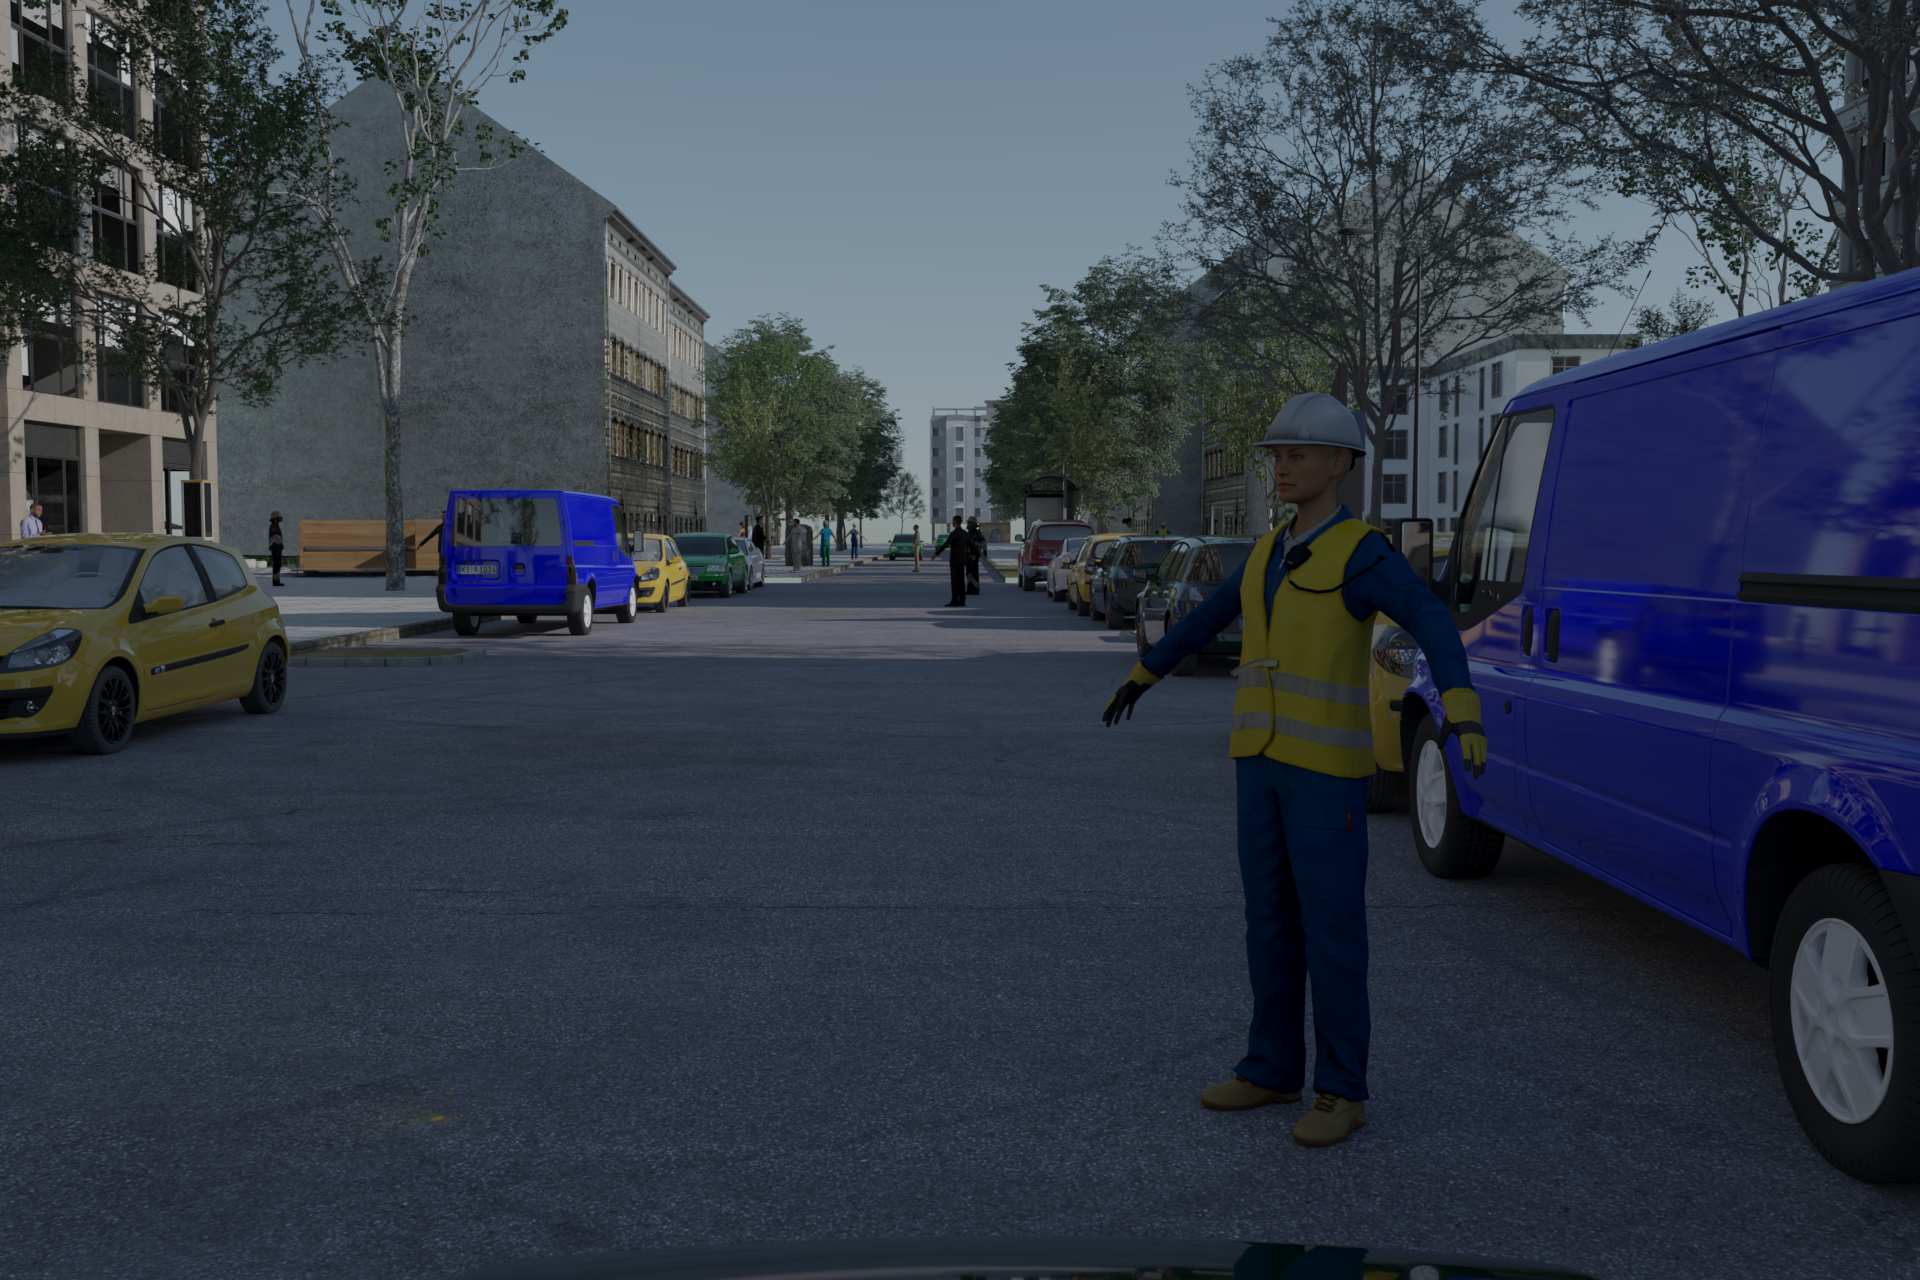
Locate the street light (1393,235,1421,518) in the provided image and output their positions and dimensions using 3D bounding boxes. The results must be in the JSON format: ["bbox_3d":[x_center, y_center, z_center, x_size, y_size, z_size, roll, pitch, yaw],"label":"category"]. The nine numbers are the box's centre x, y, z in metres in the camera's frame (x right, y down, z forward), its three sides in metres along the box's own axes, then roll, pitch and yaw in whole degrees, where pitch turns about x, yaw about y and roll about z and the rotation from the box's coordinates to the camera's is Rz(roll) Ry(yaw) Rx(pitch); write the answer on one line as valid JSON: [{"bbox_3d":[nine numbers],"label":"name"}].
[{"bbox_3d":[7.485,-3.290,26.334,1.470,5.913,1.316,0,3,0],"label":"street light"}]

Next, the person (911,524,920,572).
[{"bbox_3d":[-1.674,-3.459,65.285,0.705,1.796,1.348,0,4,-1],"label":"person"}]

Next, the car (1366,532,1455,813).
[{"bbox_3d":[2.828,-0.007,10.331,2.015,1.641,3.980,0,4,0],"label":"car"}]

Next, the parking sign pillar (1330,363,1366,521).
[{"bbox_3d":[6.153,-2.416,27.966,1.447,3.967,1.447,0,4,0],"label":"parking sign pillar"}]

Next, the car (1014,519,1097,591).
[{"bbox_3d":[2.578,-2.218,44.945,2.281,1.827,5.304,0,4,0],"label":"car"}]

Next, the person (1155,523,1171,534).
[{"bbox_3d":[9.686,-4.692,82.686,1.349,1.833,0.705,1,4,9],"label":"person"}]

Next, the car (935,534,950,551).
[{"bbox_3d":[-1.285,-8.678,150.686,1.959,1.807,4.718,0,4,-1],"label":"car"}]

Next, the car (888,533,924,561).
[{"bbox_3d":[-2.952,-5.271,94.970,1.959,1.807,4.718,0,3,0],"label":"car"}]

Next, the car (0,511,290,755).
[{"bbox_3d":[-6.335,-0.137,12.466,2.015,1.641,3.980,0,4,0],"label":"car"}]

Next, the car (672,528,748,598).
[{"bbox_3d":[-6.039,-1.933,40.405,1.959,1.807,4.718,0,4,0],"label":"car"}]

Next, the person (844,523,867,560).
[{"bbox_3d":[-5.218,-4.897,85.927,1.347,1.847,0.705,2,4,29],"label":"person"}]

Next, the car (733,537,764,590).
[{"bbox_3d":[-6.252,-2.039,45.698,2.083,1.381,4.827,0,4,0],"label":"car"}]

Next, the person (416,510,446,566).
[{"bbox_3d":[-11.766,-2.053,39.630,1.348,1.821,0.705,1,4,9],"label":"person"}]

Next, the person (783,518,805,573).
[{"bbox_3d":[-5.466,-3.147,57.647,0.705,1.806,1.347,-3,4,-36],"label":"person"}]

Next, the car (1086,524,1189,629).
[{"bbox_3d":[3.043,-1.083,27.499,2.009,1.686,4.222,0,4,-1],"label":"car"}]

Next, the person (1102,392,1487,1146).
[{"bbox_3d":[0.778,0.290,4.184,0.721,1.772,1.216,-2,4,-35],"label":"person"}]

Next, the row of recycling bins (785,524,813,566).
[{"bbox_3d":[-6.503,-3.874,70.446,1.069,1.692,3.534,0,4,0],"label":"row of recycling bins"}]

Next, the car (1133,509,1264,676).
[{"bbox_3d":[2.946,-0.556,18.881,2.009,1.686,4.222,0,4,-1],"label":"car"}]

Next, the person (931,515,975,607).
[{"bbox_3d":[-0.072,-1.562,34.225,0.704,1.802,1.346,3,4,38],"label":"person"}]

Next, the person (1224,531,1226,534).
[{"bbox_3d":[13.454,-5.133,89.694,0.705,1.858,1.354,2,4,27],"label":"person"}]

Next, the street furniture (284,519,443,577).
[{"bbox_3d":[-17.067,-3.002,55.940,9.812,1.723,11.010,-1,4,-23],"label":"street furniture"}]

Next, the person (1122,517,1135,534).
[{"bbox_3d":[4.755,-2.504,47.709,0.721,1.739,1.217,1,4,8],"label":"person"}]

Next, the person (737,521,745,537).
[{"bbox_3d":[-7.530,-3.302,60.786,0.721,1.733,1.217,1,4,20],"label":"person"}]

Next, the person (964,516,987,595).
[{"bbox_3d":[0.270,-1.987,40.727,0.705,1.856,1.354,-3,4,-36],"label":"person"}]

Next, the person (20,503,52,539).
[{"bbox_3d":[-16.628,-1.554,31.326,0.599,1.838,0.709,0,4,5],"label":"person"}]

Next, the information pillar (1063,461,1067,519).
[{"bbox_3d":[3.356,-3.925,55.527,0.183,3.616,0.504,0,4,0],"label":"information pillar"}]

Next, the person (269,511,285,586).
[{"bbox_3d":[-16.770,-2.245,42.571,0.704,1.845,1.351,-2,4,-23],"label":"person"}]

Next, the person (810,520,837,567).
[{"bbox_3d":[-5.244,-3.736,67.214,0.704,1.817,1.347,3,5,43],"label":"person"}]

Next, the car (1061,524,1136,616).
[{"bbox_3d":[2.887,-1.309,31.625,2.015,1.641,3.980,0,3,0],"label":"car"}]

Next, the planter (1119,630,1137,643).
[{"bbox_3d":[3.188,-0.143,23.478,1.991,0.319,1.994,0,4,-1],"label":"planter"}]

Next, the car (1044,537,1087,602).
[{"bbox_3d":[2.903,-1.573,38.075,2.083,1.381,4.827,0,4,0],"label":"car"}]

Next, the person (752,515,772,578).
[{"bbox_3d":[-5.872,-2.750,50.902,0.705,1.837,1.347,-2,4,-27],"label":"person"}]

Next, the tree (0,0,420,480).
[{"bbox_3d":[-12.892,-5.754,28.491,8.767,10.594,7.601,1,4,13],"label":"tree"}]

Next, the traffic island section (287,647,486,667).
[{"bbox_3d":[-6.521,0.193,19.708,1.991,0.108,1.994,0,4,1],"label":"traffic island section"}]

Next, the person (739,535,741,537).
[{"bbox_3d":[-9.213,-3.862,72.405,0.991,1.433,0.599,1,4,12],"label":"person"}]

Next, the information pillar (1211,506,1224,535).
[{"bbox_3d":[6.804,-2.525,45.774,0.304,2.012,0.304,0,3,0],"label":"information pillar"}]

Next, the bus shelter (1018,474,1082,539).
[{"bbox_3d":[3.132,-4.111,61.139,2.014,3.302,5.546,0,4,0],"label":"bus shelter"}]

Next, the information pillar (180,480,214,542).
[{"bbox_3d":[-10.377,-1.169,23.599,0.304,2.012,0.304,0,3,0],"label":"information pillar"}]

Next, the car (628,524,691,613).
[{"bbox_3d":[-6.186,-1.378,32.754,2.015,1.641,3.980,0,4,0],"label":"car"}]

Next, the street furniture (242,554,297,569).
[{"bbox_3d":[-27.955,-3.091,66.162,5.734,0.657,10.072,1,4,12],"label":"street furniture"}]
